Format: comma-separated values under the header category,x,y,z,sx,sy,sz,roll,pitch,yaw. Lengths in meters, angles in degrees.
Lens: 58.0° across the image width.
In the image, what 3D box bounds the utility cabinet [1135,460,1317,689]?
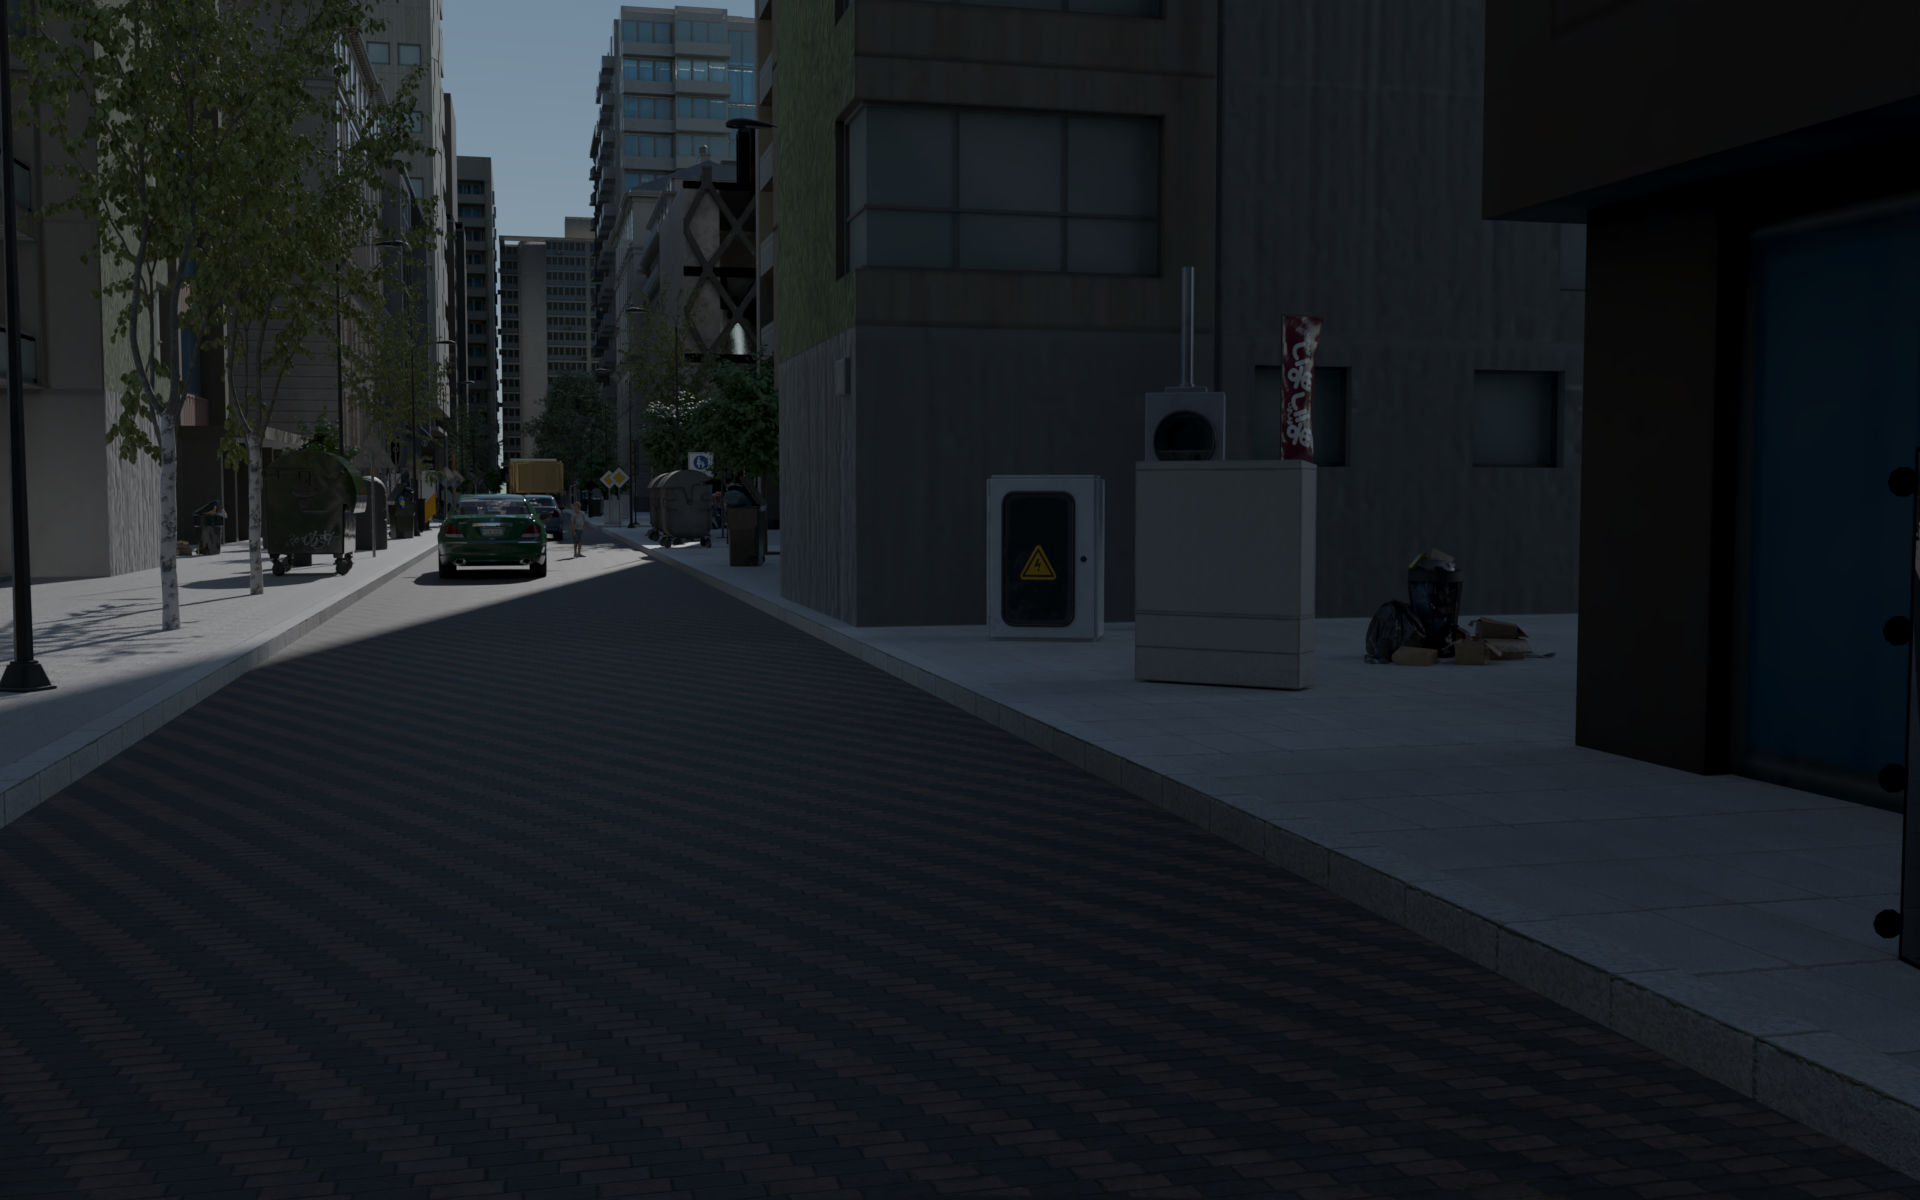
category,x,y,z,sx,sy,sz,roll,pitch,yaw
utility cabinet,1.773,-0.179,11.601,1.173,1.500,0.318,2,4,31

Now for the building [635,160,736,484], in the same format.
category,x,y,z,sx,sy,sz,roll,pitch,yaw
building,-13.446,-16.528,112.029,13.314,21.916,24.055,-1,4,-14

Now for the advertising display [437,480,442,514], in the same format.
category,x,y,z,sx,sy,sz,roll,pitch,yaw
advertising display,-23.981,-4.560,79.772,0.123,1.923,0.974,-1,4,-22

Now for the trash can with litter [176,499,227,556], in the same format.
category,x,y,z,sx,sy,sz,roll,pitch,yaw
trash can with litter,-15.967,-1.522,36.278,1.055,1.170,0.624,-3,5,-43

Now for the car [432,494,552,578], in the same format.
category,x,y,z,sx,sy,sz,roll,pitch,yaw
car,-8.410,-1.185,31.173,2.131,1.459,4.920,-1,4,-15

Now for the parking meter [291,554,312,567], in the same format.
category,x,y,z,sx,sy,sz,roll,pitch,yaw
parking meter,-11.709,-1.365,30.728,0.372,1.533,0.369,0,3,0

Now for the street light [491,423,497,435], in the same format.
category,x,y,z,sx,sy,sz,roll,pitch,yaw
street light,-31.125,-8.583,112.869,1.470,5.913,1.316,-1,4,-14

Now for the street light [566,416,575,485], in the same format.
category,x,y,z,sx,sy,sz,roll,pitch,yaw
street light,-22.431,-7.967,102.802,1.470,5.913,1.316,-1,4,-14

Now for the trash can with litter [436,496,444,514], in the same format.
category,x,y,z,sx,sy,sz,roll,pitch,yaw
trash can with litter,-24.570,-4.322,82.045,0.624,1.170,1.055,2,4,31

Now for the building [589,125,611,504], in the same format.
category,x,y,z,sx,sy,sz,roll,pitch,yaw
building,-32.310,-33.691,205.466,22.147,44.769,28.867,-1,4,-14

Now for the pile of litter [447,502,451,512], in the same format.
category,x,y,z,sx,sy,sz,roll,pitch,yaw
pile of litter,-38.198,-7.218,131.983,1.719,0.858,1.176,-3,4,-37

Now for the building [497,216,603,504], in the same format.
category,x,y,z,sx,sy,sz,roll,pitch,yaw
building,-53.080,-33.878,245.789,23.993,40.220,32.217,-1,4,-14

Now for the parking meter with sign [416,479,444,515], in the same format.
category,x,y,z,sx,sy,sz,roll,pitch,yaw
parking meter with sign,-28.082,-5.833,91.624,0.543,3.016,1.738,2,4,31

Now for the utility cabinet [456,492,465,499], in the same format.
category,x,y,z,sx,sy,sz,roll,pitch,yaw
utility cabinet,-38.745,-7.629,133.419,1.173,1.500,0.318,-3,4,-39

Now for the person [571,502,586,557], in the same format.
category,x,y,z,sx,sy,sz,roll,pitch,yaw
person,-8.658,-1.600,39.346,0.332,1.250,0.352,0,4,-1

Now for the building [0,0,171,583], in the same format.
category,x,y,z,sx,sy,sz,roll,pitch,yaw
building,-19.514,-20.706,22.136,14.154,41.232,14.086,-1,4,-14

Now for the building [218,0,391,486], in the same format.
category,x,y,z,sx,sy,sz,roll,pitch,yaw
building,-34.549,-17.475,82.982,12.463,27.353,25.104,-1,4,-14

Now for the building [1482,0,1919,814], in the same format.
category,x,y,z,sx,sy,sz,roll,pitch,yaw
building,11.123,-21.557,2.564,14.600,45.320,14.200,-1,4,-14

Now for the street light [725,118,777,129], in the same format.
category,x,y,z,sx,sy,sz,roll,pitch,yaw
street light,-2.211,-3.006,21.694,1.470,5.913,1.316,-1,4,-14

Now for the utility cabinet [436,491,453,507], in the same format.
category,x,y,z,sx,sy,sz,roll,pitch,yaw
utility cabinet,-33.046,-6.241,110.721,1.173,1.500,0.318,-3,4,-38

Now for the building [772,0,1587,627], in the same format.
category,x,y,z,sx,sy,sz,roll,pitch,yaw
building,4.150,-20.803,23.730,14.154,41.232,14.086,-1,4,-14

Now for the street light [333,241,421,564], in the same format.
category,x,y,z,sx,sy,sz,roll,pitch,yaw
street light,-10.801,-3.623,31.783,1.470,5.913,1.316,-1,4,-14

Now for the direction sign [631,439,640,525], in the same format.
category,x,y,z,sx,sy,sz,roll,pitch,yaw
direction sign,-13.531,-4.903,72.165,0.379,3.537,0.876,-2,4,-28

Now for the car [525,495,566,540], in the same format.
category,x,y,z,sx,sy,sz,roll,pitch,yaw
car,-13.524,-2.626,54.939,2.014,1.417,4.499,-1,4,-15

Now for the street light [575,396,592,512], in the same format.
category,x,y,z,sx,sy,sz,roll,pitch,yaw
street light,-17.309,-6.697,82.044,1.470,5.913,1.316,-1,4,-14

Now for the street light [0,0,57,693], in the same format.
category,x,y,z,sx,sy,sz,roll,pitch,yaw
street light,-5.592,-2.369,11.278,1.470,5.913,1.316,-1,4,-14

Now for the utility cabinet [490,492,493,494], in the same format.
category,x,y,z,sx,sy,sz,roll,pitch,yaw
utility cabinet,-38.672,-8.158,142.069,0.318,1.500,1.173,-2,4,-35

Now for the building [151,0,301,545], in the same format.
category,x,y,z,sx,sy,sz,roll,pitch,yaw
building,-32.537,-23.742,42.811,28.867,44.769,22.147,-1,4,-14

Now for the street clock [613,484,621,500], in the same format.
category,x,y,z,sx,sy,sz,roll,pitch,yaw
street clock,-17.050,-4.999,86.299,0.358,2.002,0.471,-3,5,-42

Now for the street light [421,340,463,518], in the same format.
category,x,y,z,sx,sy,sz,roll,pitch,yaw
street light,-15.946,-4.882,52.355,1.470,5.913,1.316,-1,4,-14

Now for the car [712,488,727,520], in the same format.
category,x,y,z,sx,sy,sz,roll,pitch,yaw
car,-8.429,-3.620,68.782,3.694,1.707,1.945,-1,4,-13

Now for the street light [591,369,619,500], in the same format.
category,x,y,z,sx,sy,sz,roll,pitch,yaw
street light,-12.834,-5.629,64.567,1.470,5.913,1.316,-1,4,-14

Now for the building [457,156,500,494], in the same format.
category,x,y,z,sx,sy,sz,roll,pitch,yaw
building,-73.728,-37.337,234.165,21.600,48.544,21.300,-1,4,-14

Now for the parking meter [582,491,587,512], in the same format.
category,x,y,z,sx,sy,sz,roll,pitch,yaw
parking meter,-27.630,-7.282,127.475,0.372,1.533,0.369,0,3,0

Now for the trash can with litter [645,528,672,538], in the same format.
category,x,y,z,sx,sy,sz,roll,pitch,yaw
trash can with litter,-8.584,-2.361,49.995,1.055,1.170,0.624,0,4,6

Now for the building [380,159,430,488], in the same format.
category,x,y,z,sx,sy,sz,roll,pitch,yaw
building,-41.888,-17.810,110.255,14.314,24.678,30.058,-1,4,-14

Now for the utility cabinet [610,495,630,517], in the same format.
category,x,y,z,sx,sy,sz,roll,pitch,yaw
utility cabinet,-19.117,-5.271,97.345,1.020,1.237,0.306,-2,4,-30

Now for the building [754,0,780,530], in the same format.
category,x,y,z,sx,sy,sz,roll,pitch,yaw
building,5.540,-26.314,53.939,21.300,48.544,21.600,-1,4,-14

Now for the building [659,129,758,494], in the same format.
category,x,y,z,sx,sy,sz,roll,pitch,yaw
building,-5.702,-13.340,85.556,16.811,18.784,16.820,-1,4,-14

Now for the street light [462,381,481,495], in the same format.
category,x,y,z,sx,sy,sz,roll,pitch,yaw
street light,-20.632,-6.034,71.196,1.470,5.913,1.316,-1,4,-14

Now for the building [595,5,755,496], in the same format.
category,x,y,z,sx,sy,sz,roll,pitch,yaw
building,-25.274,-34.054,176.393,23.786,49.044,30.456,-1,4,-14

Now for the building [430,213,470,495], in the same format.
category,x,y,z,sx,sy,sz,roll,pitch,yaw
building,-57.277,-24.670,175.062,14.160,30.474,14.107,-1,4,-14

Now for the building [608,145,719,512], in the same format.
category,x,y,z,sx,sy,sz,roll,pitch,yaw
building,-20.508,-20.681,135.390,12.463,27.353,25.104,-1,4,-14

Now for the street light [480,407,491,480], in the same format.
category,x,y,z,sx,sy,sz,roll,pitch,yaw
street light,-25.857,-7.304,91.964,1.470,5.913,1.316,-1,4,-14

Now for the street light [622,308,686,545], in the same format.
category,x,y,z,sx,sy,sz,roll,pitch,yaw
street light,-7.638,-4.336,43.440,1.470,5.913,1.316,-1,4,-14

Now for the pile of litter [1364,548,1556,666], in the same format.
category,x,y,z,sx,sy,sz,roll,pitch,yaw
pile of litter,3.889,0.031,13.463,1.719,0.858,1.176,-1,4,-11

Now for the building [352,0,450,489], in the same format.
category,x,y,z,sx,sy,sz,roll,pitch,yaw
building,-59.599,-34.441,152.355,28.713,52.752,27.495,-1,4,-14

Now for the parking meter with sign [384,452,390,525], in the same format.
category,x,y,z,sx,sy,sz,roll,pitch,yaw
parking meter with sign,-24.095,-4.715,73.354,0.543,3.016,1.738,-1,4,-13

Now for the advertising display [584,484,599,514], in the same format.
category,x,y,z,sx,sy,sz,roll,pitch,yaw
advertising display,-23.808,-6.529,111.961,0.974,1.923,0.123,1,4,12

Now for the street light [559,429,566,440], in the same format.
category,x,y,z,sx,sy,sz,roll,pitch,yaw
street light,-27.623,-9.242,123.654,1.470,5.913,1.316,-1,4,-14

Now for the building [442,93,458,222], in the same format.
category,x,y,z,sx,sy,sz,roll,pitch,yaw
building,-61.887,-32.915,188.276,14.600,45.320,14.200,-1,4,-14

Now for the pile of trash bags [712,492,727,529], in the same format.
category,x,y,z,sx,sy,sz,roll,pitch,yaw
pile of trash bags,-9.395,-3.327,64.143,1.912,1.369,3.447,1,4,12

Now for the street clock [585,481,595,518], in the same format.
category,x,y,z,sx,sy,sz,roll,pitch,yaw
street clock,-19.989,-5.448,93.640,0.471,2.002,0.358,-2,4,-34
